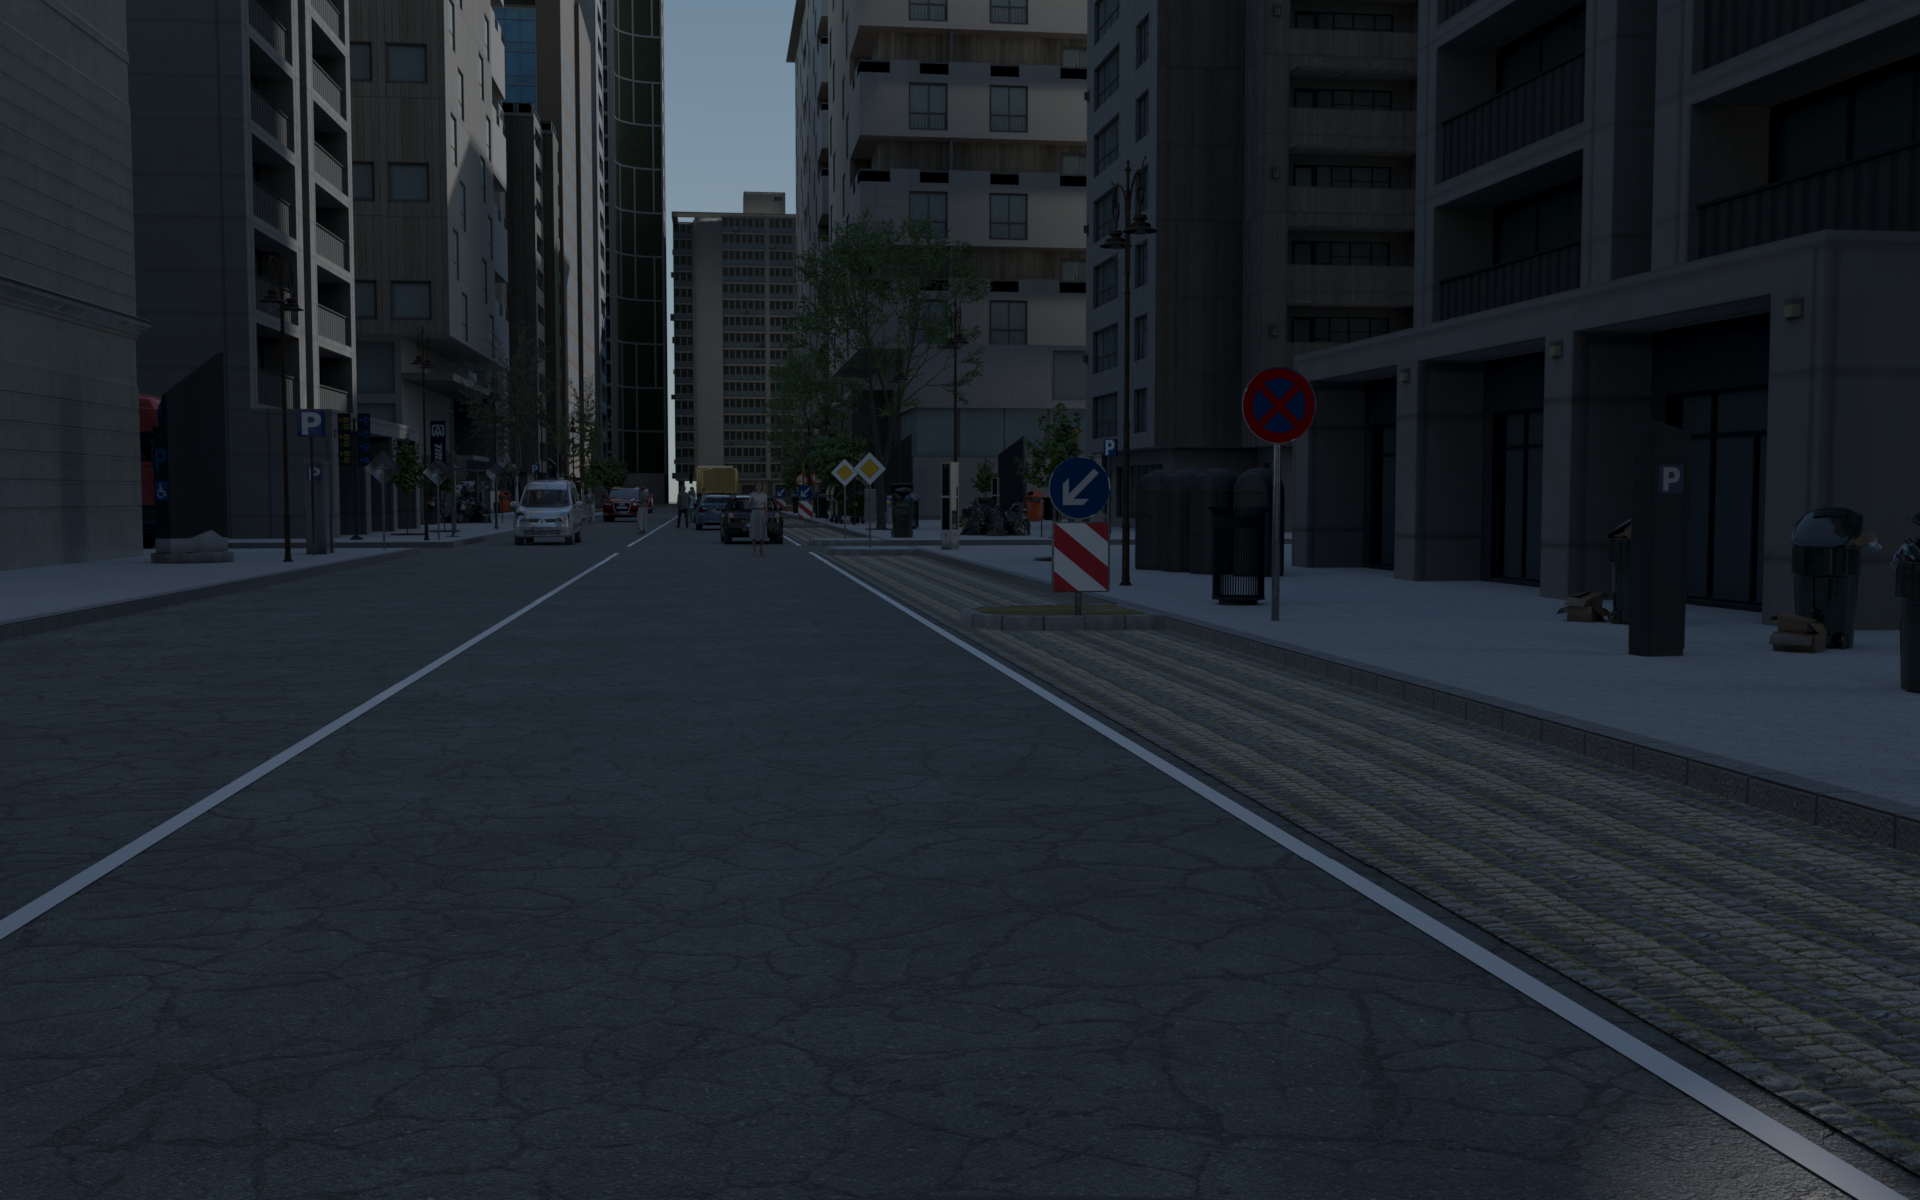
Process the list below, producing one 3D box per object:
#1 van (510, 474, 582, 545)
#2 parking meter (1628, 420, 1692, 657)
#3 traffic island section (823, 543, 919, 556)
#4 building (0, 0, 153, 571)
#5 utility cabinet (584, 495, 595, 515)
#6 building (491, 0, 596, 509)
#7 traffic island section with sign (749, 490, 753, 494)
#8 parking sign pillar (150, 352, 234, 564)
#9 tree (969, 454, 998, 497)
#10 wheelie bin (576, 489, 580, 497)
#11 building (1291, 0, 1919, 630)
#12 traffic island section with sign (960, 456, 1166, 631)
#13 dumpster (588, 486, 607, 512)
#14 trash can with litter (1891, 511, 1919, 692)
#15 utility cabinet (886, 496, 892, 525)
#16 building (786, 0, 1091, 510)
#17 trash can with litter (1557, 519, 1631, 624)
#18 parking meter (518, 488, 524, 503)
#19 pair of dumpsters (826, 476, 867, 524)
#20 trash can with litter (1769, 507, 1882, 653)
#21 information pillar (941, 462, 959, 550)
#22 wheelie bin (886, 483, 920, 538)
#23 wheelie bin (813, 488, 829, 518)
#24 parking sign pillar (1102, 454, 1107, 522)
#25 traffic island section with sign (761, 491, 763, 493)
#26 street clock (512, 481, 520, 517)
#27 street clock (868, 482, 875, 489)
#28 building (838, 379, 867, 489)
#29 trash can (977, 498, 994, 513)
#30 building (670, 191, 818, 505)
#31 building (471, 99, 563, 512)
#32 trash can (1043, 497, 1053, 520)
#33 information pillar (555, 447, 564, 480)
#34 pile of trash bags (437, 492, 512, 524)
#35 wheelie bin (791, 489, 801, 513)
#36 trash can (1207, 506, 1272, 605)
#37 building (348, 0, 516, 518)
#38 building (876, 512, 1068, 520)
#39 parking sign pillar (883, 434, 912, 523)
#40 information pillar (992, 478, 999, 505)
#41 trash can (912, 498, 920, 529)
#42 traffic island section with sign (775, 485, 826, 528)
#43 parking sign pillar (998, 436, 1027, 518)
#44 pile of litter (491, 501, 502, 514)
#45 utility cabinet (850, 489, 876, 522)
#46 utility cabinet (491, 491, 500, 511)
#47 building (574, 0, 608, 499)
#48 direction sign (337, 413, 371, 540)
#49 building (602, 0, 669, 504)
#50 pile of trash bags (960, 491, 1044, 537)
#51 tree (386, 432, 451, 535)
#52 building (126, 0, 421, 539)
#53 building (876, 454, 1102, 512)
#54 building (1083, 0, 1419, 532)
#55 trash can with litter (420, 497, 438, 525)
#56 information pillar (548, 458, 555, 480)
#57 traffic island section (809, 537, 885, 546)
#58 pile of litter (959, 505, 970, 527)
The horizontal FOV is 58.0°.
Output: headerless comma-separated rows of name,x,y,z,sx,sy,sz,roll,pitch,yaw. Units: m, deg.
van,-11.889,-2.632,50.051,2.013,2.044,4.112,0,4,-8
parking meter,5.560,-0.492,13.753,0.399,1.863,0.255,-1,4,-16
traffic island section,-2.130,-1.169,41.399,2.009,0.180,2.903,0,4,-8
building,-37.086,-15.160,24.284,44.131,29.872,17.030,0,4,-8
utility cabinet,-23.116,-5.926,108.055,0.306,1.237,1.020,1,4,14
building,-40.469,-30.916,155.583,14.600,45.320,14.200,0,4,-8
traffic island section with sign,-21.366,-10.300,177.034,1.989,1.847,2.006,0,4,-8
parking sign pillar,-14.454,-2.693,32.511,1.447,3.967,1.447,2,4,26
tree,1.155,-5.474,84.104,1.663,3.219,1.824,0,3,0
wheelie bin,-25.350,-6.454,113.426,0.980,1.594,0.693,0,4,-5
building,17.456,-35.578,19.959,20.563,71.187,20.611,0,4,-8
traffic island section with sign,1.048,-0.633,18.973,1.989,1.847,2.006,0,4,-8
dumpster,-25.234,-7.006,120.300,1.264,1.857,1.865,0,4,-8
trash can with litter,6.586,0.016,11.132,1.055,1.170,0.624,2,4,25
utility cabinet,-2.939,-3.805,73.368,0.306,1.237,1.020,0,4,-5
building,-3.399,-36.396,184.306,28.713,52.752,27.495,0,4,-8
trash can with litter,6.485,-0.357,17.217,1.055,1.170,0.624,3,5,41
parking meter,-18.764,-4.022,74.173,0.372,1.533,0.369,0,3,0
pair of dumpsters,-4.982,-4.515,76.318,1.574,2.255,4.437,-1,4,-8
trash can with litter,7.116,-0.177,14.282,0.624,1.170,1.055,3,5,43
information pillar,-0.234,-2.172,40.007,0.304,2.012,0.304,3,4,39
wheelie bin,-1.671,-2.636,51.013,0.980,1.594,0.693,0,4,-5
wheelie bin,-7.390,-5.167,92.388,0.693,1.594,0.980,-3,5,-42
parking sign pillar,6.575,-5.129,72.334,1.447,3.967,1.447,2,4,35
traffic island section with sign,-10.601,-5.655,101.079,1.989,1.847,2.006,0,4,-8
street clock,-24.049,-5.465,93.917,0.358,2.002,0.471,-3,5,-42
street clock,-4.329,-4.895,84.608,0.358,2.002,0.471,1,4,11
building,-2.762,-22.282,136.012,14.160,30.474,14.107,0,4,-8
trash can,1.056,-3.669,71.646,0.748,1.137,0.748,0,3,0
building,-25.381,-32.628,225.353,23.993,40.220,32.217,0,4,-8
building,-37.153,-21.757,127.430,14.160,30.474,14.107,0,4,-8
trash can,4.362,-4.459,84.565,0.748,1.137,0.748,0,3,0
information pillar,-19.778,-5.789,86.000,0.183,3.616,0.504,0,4,6
pile of trash bags,-21.428,-4.097,76.742,3.447,1.369,1.912,-3,5,-44
wheelie bin,-10.920,-6.618,116.108,0.693,1.594,0.980,1,4,17
trash can,3.239,-0.519,20.132,0.748,1.137,0.748,0,3,0
building,-38.784,-30.647,90.318,28.713,52.752,27.495,0,4,-8
building,6.732,-31.171,98.886,28.713,52.752,27.495,0,4,-8
parking sign pillar,-2.827,-5.434,77.316,1.447,3.967,1.447,-1,4,-18
information pillar,1.584,-4.466,77.508,0.304,2.012,0.304,1,4,12
trash can,-1.816,-3.161,63.338,0.748,1.137,0.748,0,3,0
traffic island section with sign,-6.746,-3.990,73.871,1.989,1.847,2.006,0,4,-8
parking sign pillar,2.437,-5.631,80.531,1.447,3.967,1.447,2,4,26
pile of litter,-30.939,-6.166,114.775,1.176,0.858,1.719,3,5,43
utility cabinet,-4.429,-4.302,79.014,1.173,1.500,0.318,-1,4,-15
utility cabinet,-31.572,-6.636,117.178,1.173,1.500,0.318,3,4,37
building,-51.648,-39.078,180.925,28.212,58.520,21.231,0,4,-8
direction sign,-16.949,-3.458,48.535,0.876,3.537,0.379,-1,4,-8
building,-47.317,-47.580,216.188,20.611,71.187,20.563,0,4,-8
pile of trash bags,1.501,-2.659,53.225,1.912,1.369,3.447,-2,4,-33
tree,-17.156,-3.641,54.128,1.663,3.219,1.824,0,3,0
building,-29.581,-37.815,56.520,20.563,71.187,20.611,0,4,-8
building,0.251,-34.721,156.929,28.713,52.752,27.495,0,4,-8
building,12.758,-17.795,62.655,14.107,30.474,14.160,0,4,-8
trash can with litter,-22.422,-3.748,72.674,1.055,1.170,0.624,1,4,11
information pillar,-26.611,-7.443,113.055,0.504,3.616,0.183,0,4,8
traffic island section,-3.252,-1.653,49.305,2.009,0.180,2.903,0,4,-8
pile of litter,0.102,-3.257,67.222,1.176,0.858,1.719,-1,4,-16
